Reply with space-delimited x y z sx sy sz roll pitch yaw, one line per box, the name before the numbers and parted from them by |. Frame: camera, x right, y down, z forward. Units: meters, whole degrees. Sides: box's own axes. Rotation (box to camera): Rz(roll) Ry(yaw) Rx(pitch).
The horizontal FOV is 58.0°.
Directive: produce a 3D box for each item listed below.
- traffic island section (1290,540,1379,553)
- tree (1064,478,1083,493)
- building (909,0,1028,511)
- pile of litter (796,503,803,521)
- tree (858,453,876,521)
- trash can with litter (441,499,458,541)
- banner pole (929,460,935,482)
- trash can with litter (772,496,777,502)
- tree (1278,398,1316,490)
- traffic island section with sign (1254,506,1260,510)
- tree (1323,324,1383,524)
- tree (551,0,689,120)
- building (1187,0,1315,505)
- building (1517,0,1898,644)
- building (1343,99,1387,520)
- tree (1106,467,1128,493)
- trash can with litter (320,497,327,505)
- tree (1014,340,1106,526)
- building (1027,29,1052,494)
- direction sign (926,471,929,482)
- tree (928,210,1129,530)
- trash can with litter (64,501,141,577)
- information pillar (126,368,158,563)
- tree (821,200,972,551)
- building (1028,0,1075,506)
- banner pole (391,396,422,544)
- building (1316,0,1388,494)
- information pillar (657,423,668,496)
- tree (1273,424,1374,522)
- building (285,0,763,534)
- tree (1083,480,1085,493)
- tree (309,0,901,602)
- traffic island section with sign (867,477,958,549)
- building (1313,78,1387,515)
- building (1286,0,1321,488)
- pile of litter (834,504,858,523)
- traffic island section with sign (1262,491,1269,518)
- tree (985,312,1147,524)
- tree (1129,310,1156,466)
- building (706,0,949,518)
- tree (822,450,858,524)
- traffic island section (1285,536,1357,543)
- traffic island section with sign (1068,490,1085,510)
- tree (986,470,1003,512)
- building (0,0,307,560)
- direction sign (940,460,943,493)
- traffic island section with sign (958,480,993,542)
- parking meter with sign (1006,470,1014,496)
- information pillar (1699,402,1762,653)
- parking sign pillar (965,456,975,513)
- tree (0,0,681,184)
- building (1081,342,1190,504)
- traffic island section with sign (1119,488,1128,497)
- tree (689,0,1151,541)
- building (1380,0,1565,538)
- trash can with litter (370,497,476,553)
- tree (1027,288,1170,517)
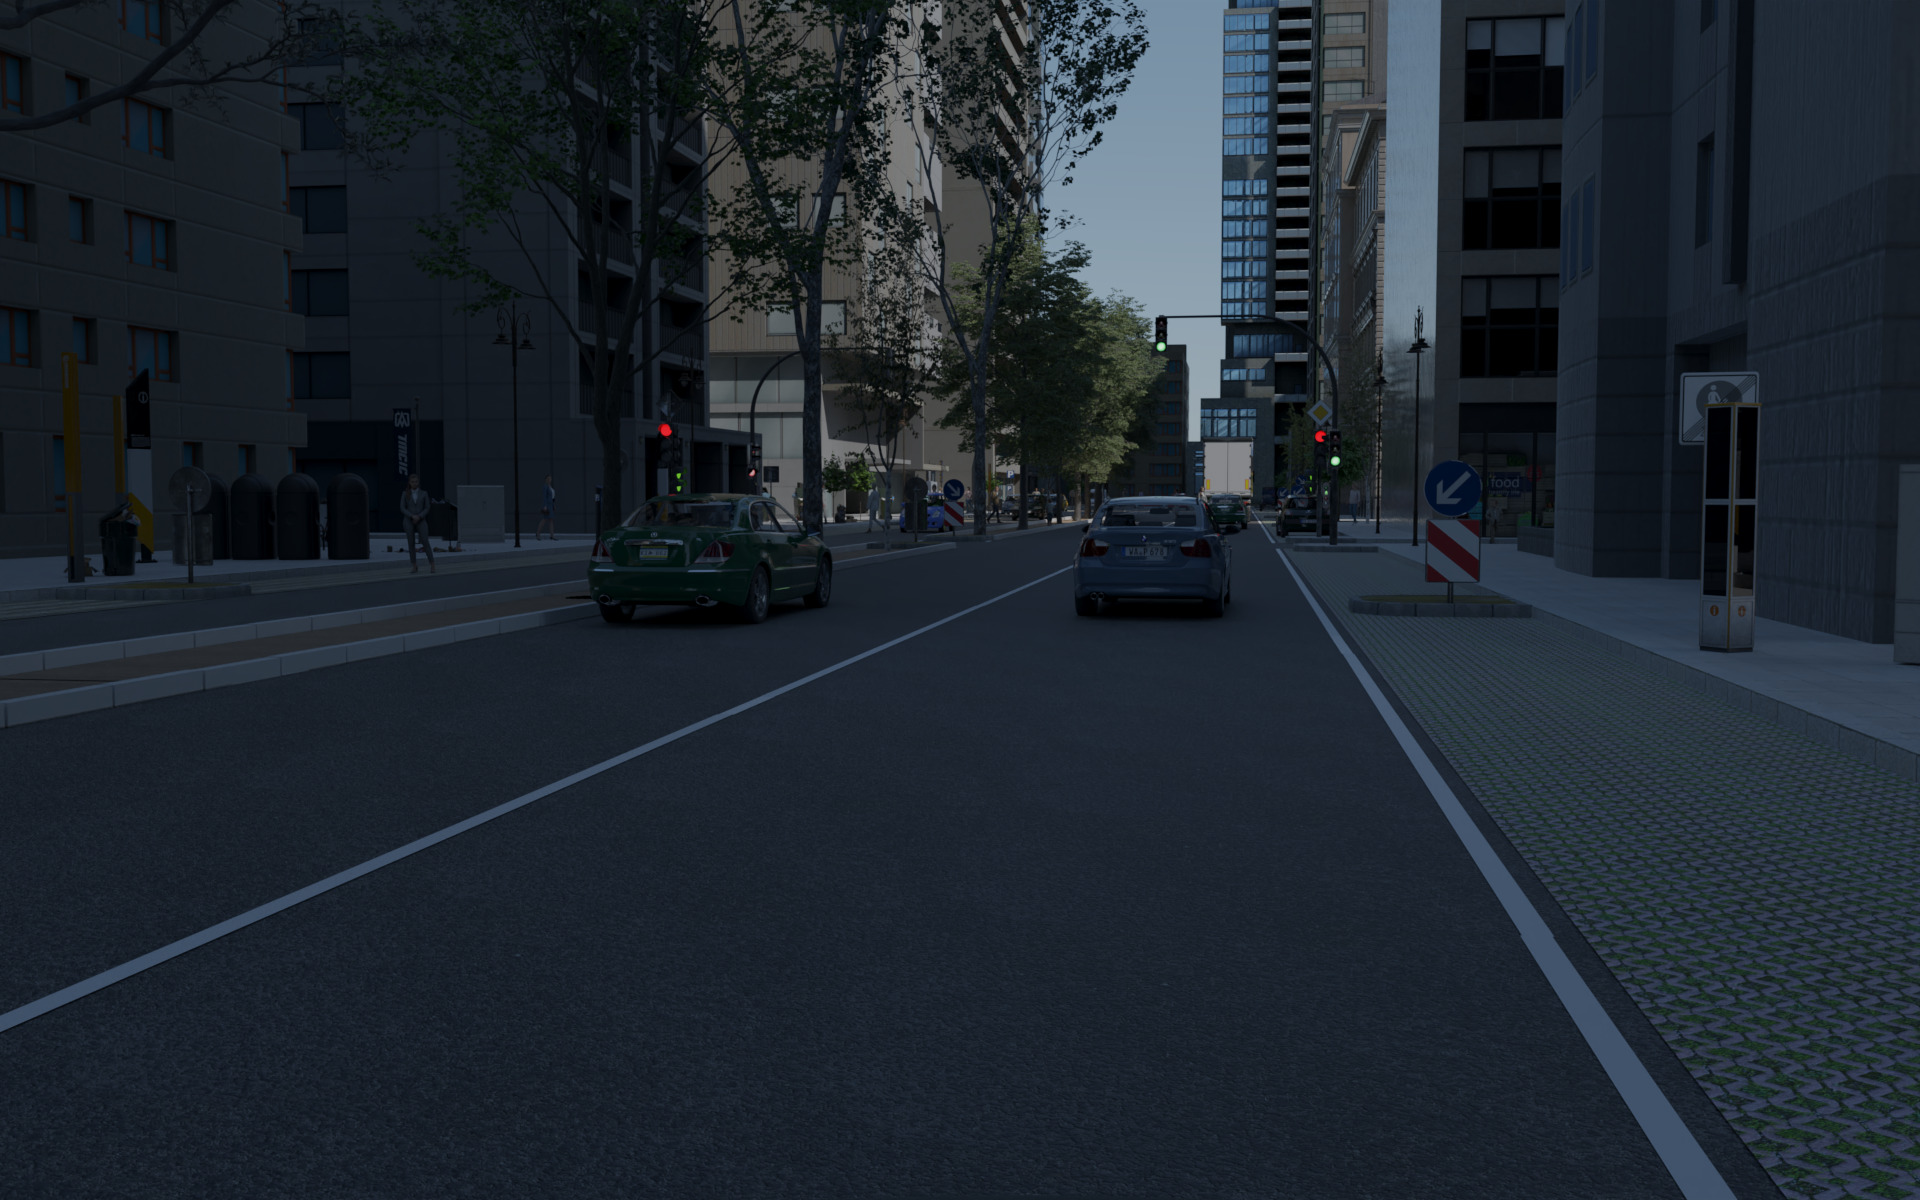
traffic island section | 9.429 -1.309 43.680 2.009 0.180 2.903 1 4 9
tree | 11.754 -11.525 183.029 1.663 3.219 1.824 0 3 0
building | -6.365 -31.615 140.606 21.300 48.544 21.600 1 4 9
pile of litter | -7.391 -4.181 82.320 1.719 0.858 1.176 2 4 32
tree | -4.835 -5.343 81.958 1.663 3.219 1.824 0 3 0
trash can with litter | -13.738 -2.208 47.481 1.055 1.170 0.624 -2 4 -24
banner pole | -2.073 -8.369 126.849 0.401 3.779 0.863 -3 5 -44
trash can with litter | -9.133 -4.446 84.075 0.624 1.170 1.055 0 4 -8
tree | 25.583 -10.947 129.338 4.737 8.622 4.395 0 3 0
traffic island section with sign | 27.140 -8.816 152.775 1.989 1.847 2.006 1 4 9
tree | 17.597 -7.586 74.390 4.360 8.622 3.978 0 3 0
tree | -3.934 -10.753 34.166 12.611 20.169 13.585 0 3 0
building | 44.728 -55.325 217.242 31.000 86.520 22.319 1 4 9
building | 20.398 -29.550 25.149 21.231 58.520 28.212 1 4 9
building | 26.957 -16.235 94.327 11.050 23.489 19.941 1 4 9
tree | 9.571 -9.914 114.913 4.737 8.622 4.395 0 3 0
trash can with litter | -17.424 -2.183 46.755 1.678 1.210 2.233 3 5 42
tree | 3.943 -7.562 76.461 4.737 8.622 4.395 0 3 0
building | -3.827 -33.449 166.498 23.786 49.044 30.456 1 4 9
direction sign | -2.459 -8.433 129.876 0.379 3.537 0.876 -1 4 -13
tree | 2.494 -9.099 69.345 7.486 12.596 7.792 0 3 0
trash can with litter | -13.394 -0.957 27.036 1.055 1.170 0.624 -2 4 -35
information pillar | -15.165 -2.488 32.042 0.183 3.616 0.504 1 4 21
tree | -1.787 -5.535 43.325 4.360 8.622 3.978 0 3 0
building | -2.890 -53.865 193.366 31.000 86.520 22.319 1 4 9
banner pole | -14.123 -3.327 44.419 0.863 3.779 0.401 0 4 1
building | 35.700 -27.820 138.452 14.154 41.232 14.086 1 4 9
information pillar | -9.666 -3.982 56.465 0.504 3.616 0.183 3 5 41
tree | 17.538 -5.914 80.400 4.285 4.588 4.351 0 3 0
building | -18.794 -38.351 65.285 20.563 71.187 20.611 1 4 9
tree | 12.994 -11.724 186.295 1.663 3.219 1.824 0 3 0
tree | -4.672 -5.800 23.050 9.928 11.665 9.643 0 3 0
traffic island section with sign | -1.276 -2.295 45.653 2.006 1.907 1.989 1 4 9
building | 30.671 -20.056 113.819 13.634 28.700 20.117 1 4 9
building | 45.958 -45.696 185.377 20.563 71.187 20.611 1 4 9
pile of litter | -5.120 -3.937 78.332 1.176 0.858 1.719 1 4 22
traffic island section with sign | 18.981 -5.738 102.451 1.989 1.847 2.006 1 4 9
tree | 4.847 -8.948 83.171 8.767 10.594 7.601 1 4 9
tree | 6.144 -10.443 91.329 7.486 12.596 7.792 0 3 0
building | -16.103 -31.347 101.769 28.713 52.752 27.495 1 4 9
tree | -5.630 -4.942 75.404 1.663 3.219 1.824 0 3 0
traffic island section | 10.708 -1.791 51.563 2.009 0.180 2.903 1 4 9
traffic island section with sign | 10.137 -8.946 154.896 1.989 1.847 2.006 1 4 9
tree | 2.258 -8.152 127.889 1.663 3.219 1.824 0 3 0
building | -33.437 -11.508 33.192 28.899 21.520 27.650 1 4 9
direction sign | -1.264 -7.629 116.734 0.379 3.537 0.876 1 4 10
traffic island section with sign | -0.081 -2.742 52.963 2.006 1.907 1.989 1 4 9
parking meter with sign | 3.627 -8.004 127.125 0.543 3.016 1.738 0 4 8
information pillar | 6.255 -0.586 14.078 0.304 2.012 0.304 -2 4 -25
parking sign pillar | 1.099 -7.986 119.044 1.447 3.967 1.447 -1 4 -8
tree | -6.777 -5.972 10.467 12.009 13.543 11.850 0 3 0
building | 14.993 -23.336 226.585 28.899 21.520 27.650 1 4 9
traffic island section with sign | 11.943 -7.278 127.137 2.006 1.907 1.989 1 4 9
tree | -0.403 -12.200 57.811 12.611 20.169 13.585 0 3 0
building | 32.251 -15.447 57.070 34.151 26.468 19.350 1 4 9
trash can with litter | -11.936 -1.668 38.333 2.233 1.210 1.678 0 4 -8
tree | 8.564 -12.130 107.434 9.857 13.997 8.962 0 3 0
